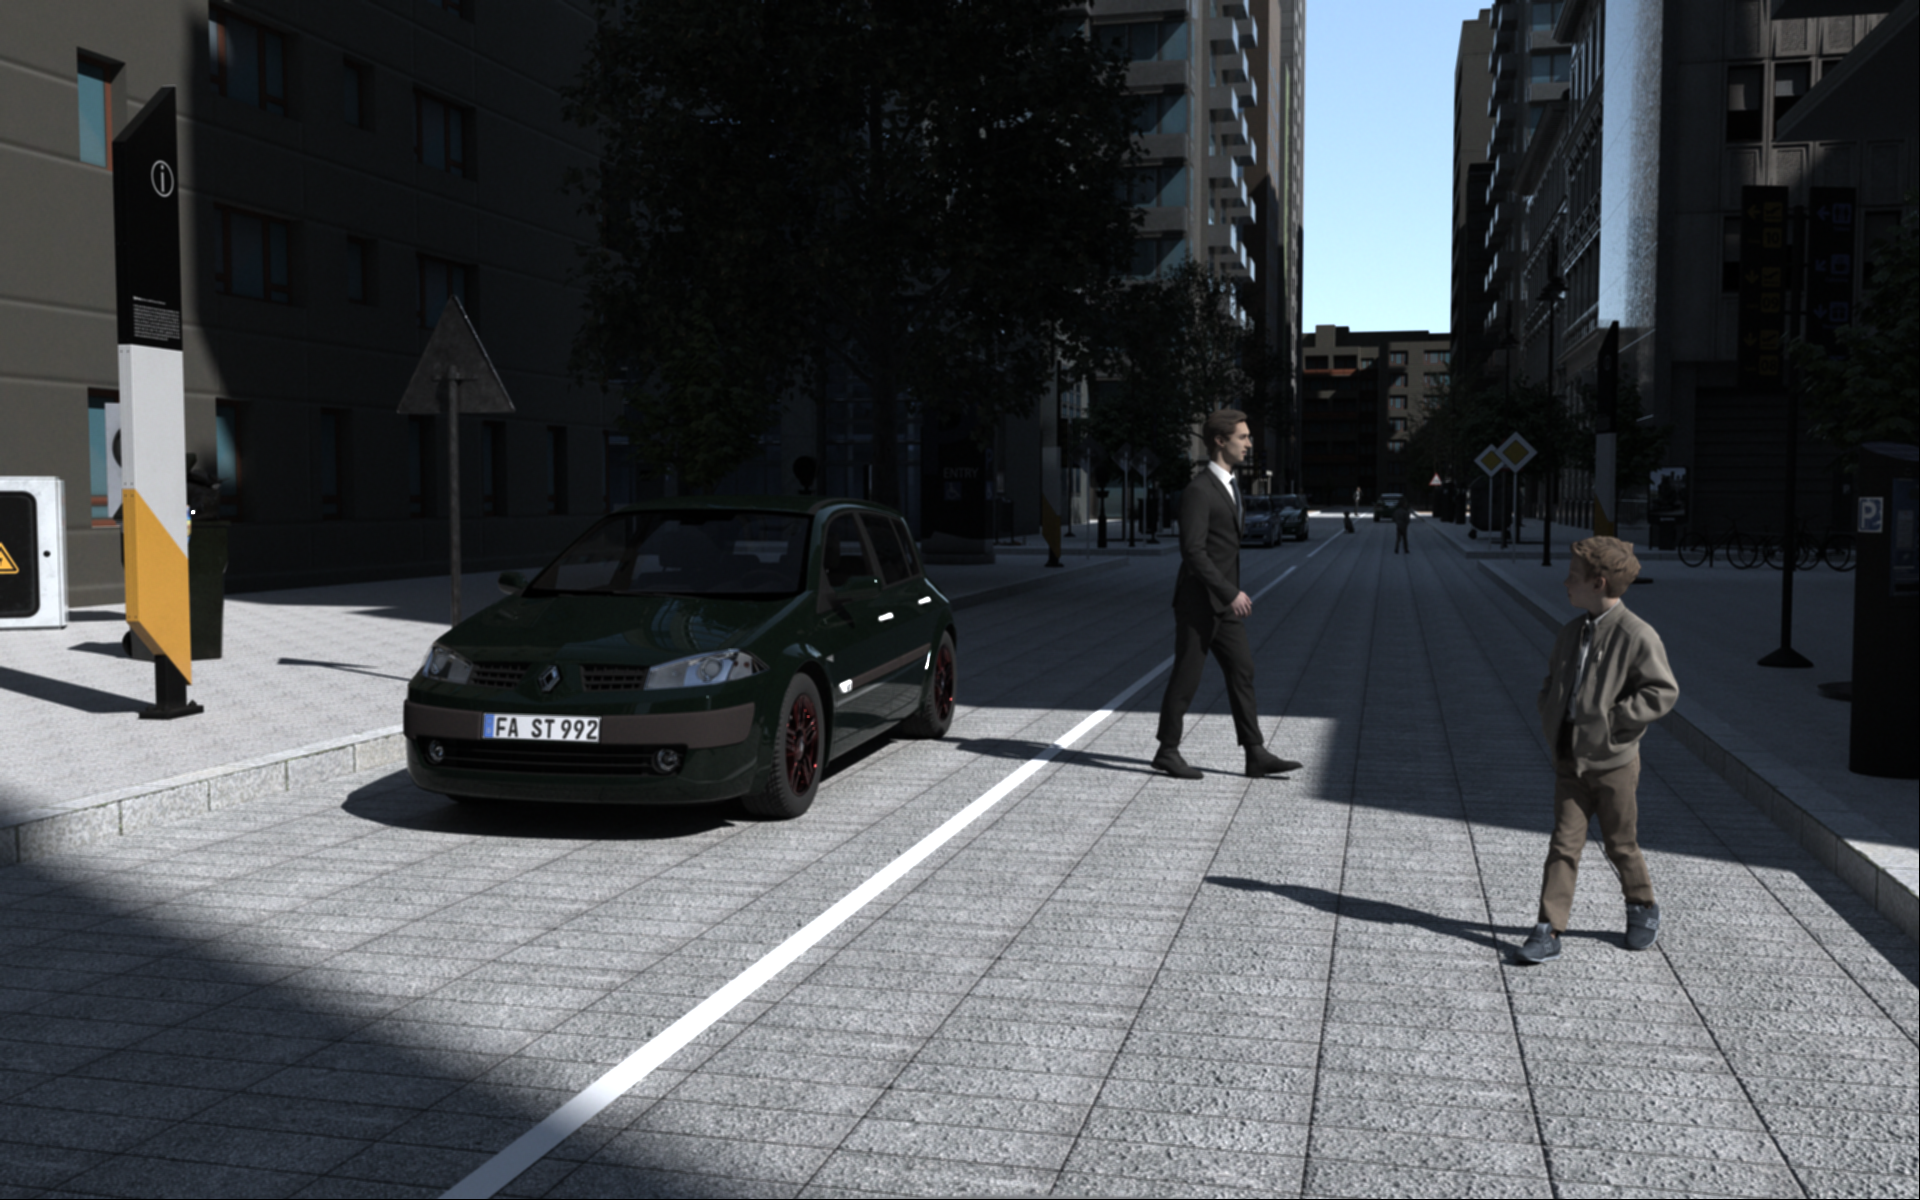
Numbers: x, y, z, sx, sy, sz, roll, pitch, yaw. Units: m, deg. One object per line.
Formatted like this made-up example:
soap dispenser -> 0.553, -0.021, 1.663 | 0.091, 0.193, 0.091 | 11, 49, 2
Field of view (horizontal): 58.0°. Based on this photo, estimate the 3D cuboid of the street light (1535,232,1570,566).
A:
street light -> 10.486, -3.547, 30.784 | 0.468, 5.910, 1.993 | 1, 4, 14

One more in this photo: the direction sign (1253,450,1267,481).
direction sign -> 15.437, -5.947, 89.237 | 0.379, 3.537, 0.876 | -3, 5, -39

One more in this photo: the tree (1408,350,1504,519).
tree -> 25.886, -8.510, 89.500 | 4.737, 8.622, 4.395 | 0, 3, 0

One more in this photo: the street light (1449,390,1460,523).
street light -> 21.881, -6.368, 76.900 | 0.468, 5.910, 1.993 | 1, 4, 14

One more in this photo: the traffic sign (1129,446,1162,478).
traffic sign -> 4.427, -2.413, 41.635 | 0.795, 2.593, 0.064 | 1, 4, 14

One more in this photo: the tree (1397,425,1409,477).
tree -> 44.236, -13.048, 163.704 | 4.737, 8.622, 4.395 | 0, 3, 0

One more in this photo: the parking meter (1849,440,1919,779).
parking meter -> 4.299, 0.030, 7.921 | 0.372, 1.533, 0.369 | 0, 3, 0

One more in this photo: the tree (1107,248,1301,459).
tree -> 9.500, -8.037, 65.814 | 7.601, 10.594, 8.767 | 2, 4, 28

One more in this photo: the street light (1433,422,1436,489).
street light -> 30.616, -8.495, 111.686 | 0.468, 5.910, 1.993 | 1, 4, 14

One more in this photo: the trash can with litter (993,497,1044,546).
trash can with litter -> 0.881, -1.988, 43.559 | 2.233, 1.210, 1.678 | 3, 5, 40

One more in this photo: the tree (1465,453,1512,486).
tree -> 20.276, -4.348, 65.699 | 1.663, 3.219, 1.824 | 0, 3, 0

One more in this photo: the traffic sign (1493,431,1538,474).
traffic sign -> 10.253, -1.820, 31.942 | 0.795, 2.593, 0.064 | 1, 4, 14

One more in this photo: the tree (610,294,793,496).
tree -> -2.639, -1.369, 16.984 | 1.663, 3.219, 1.824 | 0, 3, 0

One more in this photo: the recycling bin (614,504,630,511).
recycling bin -> -8.453, -1.940, 44.267 | 0.722, 1.027, 0.722 | 0, 4, -8

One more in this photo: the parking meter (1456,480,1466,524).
parking meter -> 21.219, -4.138, 73.375 | 0.399, 1.863, 0.255 | -2, 4, -27

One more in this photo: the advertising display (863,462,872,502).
advertising display -> -1.690, -1.854, 35.519 | 0.123, 1.923, 0.974 | 2, 4, 26

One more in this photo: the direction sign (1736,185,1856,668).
direction sign -> 6.171, -1.275, 12.844 | 0.876, 3.537, 0.379 | 0, 4, -6

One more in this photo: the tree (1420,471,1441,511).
tree -> 36.300, -8.549, 134.372 | 1.663, 3.219, 1.824 | 0, 3, 0

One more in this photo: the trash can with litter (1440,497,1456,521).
trash can with litter -> 22.998, -4.284, 81.428 | 0.624, 1.170, 1.055 | 3, 4, 38

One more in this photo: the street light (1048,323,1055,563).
street light -> 1.719, -3.633, 32.184 | 0.468, 5.910, 1.993 | 1, 4, 14

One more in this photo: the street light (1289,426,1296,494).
street light -> 21.551, -8.540, 112.417 | 0.468, 5.910, 1.993 | 1, 4, 14

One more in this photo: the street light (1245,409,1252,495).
street light -> 12.866, -6.386, 77.193 | 0.468, 5.910, 1.993 | 1, 4, 14

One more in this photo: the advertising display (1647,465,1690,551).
advertising display -> 16.136, -2.095, 39.467 | 0.123, 1.923, 0.974 | -2, 4, -35

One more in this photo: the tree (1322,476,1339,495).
tree -> 38.590, -11.432, 181.512 | 1.663, 3.219, 1.824 | 0, 3, 0

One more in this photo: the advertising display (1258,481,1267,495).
advertising display -> 14.613, -4.799, 83.677 | 0.123, 1.923, 0.974 | -1, 4, -9

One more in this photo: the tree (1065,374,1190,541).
tree -> 4.608, -3.906, 47.583 | 4.285, 4.588, 4.351 | 0, 3, 0

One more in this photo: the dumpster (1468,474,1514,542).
dumpster -> 15.243, -2.685, 49.664 | 1.264, 1.857, 1.865 | 1, 4, 14

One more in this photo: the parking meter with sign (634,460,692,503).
parking meter with sign -> -6.513, -2.476, 36.738 | 1.738, 3.016, 0.543 | 1, 4, 10

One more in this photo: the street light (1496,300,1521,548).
street light -> 13.044, -4.192, 41.332 | 0.468, 5.910, 1.993 | 1, 4, 14

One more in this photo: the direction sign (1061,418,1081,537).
direction sign -> 3.297, -3.667, 51.959 | 0.876, 3.537, 0.379 | -3, 5, -41

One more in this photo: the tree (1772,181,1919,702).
tree -> 5.912, -0.998, 10.921 | 1.663, 3.219, 1.824 | 0, 3, 0

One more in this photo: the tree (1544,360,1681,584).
tree -> 9.610, -1.861, 25.029 | 1.663, 3.219, 1.824 | 0, 3, 0

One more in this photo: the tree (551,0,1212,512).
tree -> -1.155, -6.562, 24.294 | 9.611, 12.733, 9.660 | 0, 3, 0

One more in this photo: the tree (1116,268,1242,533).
tree -> 6.874, -6.530, 57.135 | 4.737, 8.622, 4.395 | 0, 3, 0

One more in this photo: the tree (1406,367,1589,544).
tree -> 14.520, -3.755, 45.109 | 4.285, 4.588, 4.351 | 0, 3, 0

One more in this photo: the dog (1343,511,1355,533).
dog -> 14.378, -2.855, 63.523 | 0.800, 0.831, 0.513 | -1, 4, -11

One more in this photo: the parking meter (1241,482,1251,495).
parking meter -> 13.813, -4.768, 83.671 | 0.399, 1.863, 0.255 | 3, 5, 43

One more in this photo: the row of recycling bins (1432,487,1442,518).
row of recycling bins -> 26.701, -5.419, 95.713 | 1.069, 1.692, 3.534 | 1, 4, 23

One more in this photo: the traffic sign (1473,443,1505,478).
traffic sign -> 12.180, -2.294, 39.692 | 0.795, 2.593, 0.064 | 1, 4, 14

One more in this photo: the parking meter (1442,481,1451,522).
parking meter -> 22.350, -4.517, 79.561 | 0.399, 1.863, 0.255 | 3, 5, 42

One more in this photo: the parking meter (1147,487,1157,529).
parking meter -> 7.042, -3.373, 63.559 | 0.372, 1.533, 0.369 | 0, 3, 0

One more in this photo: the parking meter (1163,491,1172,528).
parking meter -> 7.757, -3.468, 65.108 | 0.372, 1.533, 0.369 | 0, 3, 0

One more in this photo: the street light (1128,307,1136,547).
street light -> 4.176, -4.226, 41.882 | 0.468, 5.910, 1.993 | 1, 4, 14

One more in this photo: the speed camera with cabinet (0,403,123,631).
speed camera with cabinet -> -8.537, -1.358, 16.543 | 2.038, 3.252, 0.660 | -2, 4, -23

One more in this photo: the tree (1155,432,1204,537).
tree -> 6.394, -3.506, 51.920 | 1.663, 3.219, 1.824 | 0, 3, 0

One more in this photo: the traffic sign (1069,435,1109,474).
traffic sign -> 2.499, -1.939, 33.885 | 0.795, 2.593, 0.064 | 1, 4, 14

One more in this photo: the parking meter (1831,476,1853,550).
parking meter -> 20.390, -2.099, 40.036 | 0.399, 1.863, 0.255 | -1, 4, -16

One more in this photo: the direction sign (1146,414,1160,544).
direction sign -> 4.999, -3.225, 44.734 | 0.379, 3.537, 0.876 | 0, 4, -2

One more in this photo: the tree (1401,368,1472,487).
tree -> 27.874, -9.170, 100.287 | 4.360, 8.622, 3.978 | 0, 3, 0
